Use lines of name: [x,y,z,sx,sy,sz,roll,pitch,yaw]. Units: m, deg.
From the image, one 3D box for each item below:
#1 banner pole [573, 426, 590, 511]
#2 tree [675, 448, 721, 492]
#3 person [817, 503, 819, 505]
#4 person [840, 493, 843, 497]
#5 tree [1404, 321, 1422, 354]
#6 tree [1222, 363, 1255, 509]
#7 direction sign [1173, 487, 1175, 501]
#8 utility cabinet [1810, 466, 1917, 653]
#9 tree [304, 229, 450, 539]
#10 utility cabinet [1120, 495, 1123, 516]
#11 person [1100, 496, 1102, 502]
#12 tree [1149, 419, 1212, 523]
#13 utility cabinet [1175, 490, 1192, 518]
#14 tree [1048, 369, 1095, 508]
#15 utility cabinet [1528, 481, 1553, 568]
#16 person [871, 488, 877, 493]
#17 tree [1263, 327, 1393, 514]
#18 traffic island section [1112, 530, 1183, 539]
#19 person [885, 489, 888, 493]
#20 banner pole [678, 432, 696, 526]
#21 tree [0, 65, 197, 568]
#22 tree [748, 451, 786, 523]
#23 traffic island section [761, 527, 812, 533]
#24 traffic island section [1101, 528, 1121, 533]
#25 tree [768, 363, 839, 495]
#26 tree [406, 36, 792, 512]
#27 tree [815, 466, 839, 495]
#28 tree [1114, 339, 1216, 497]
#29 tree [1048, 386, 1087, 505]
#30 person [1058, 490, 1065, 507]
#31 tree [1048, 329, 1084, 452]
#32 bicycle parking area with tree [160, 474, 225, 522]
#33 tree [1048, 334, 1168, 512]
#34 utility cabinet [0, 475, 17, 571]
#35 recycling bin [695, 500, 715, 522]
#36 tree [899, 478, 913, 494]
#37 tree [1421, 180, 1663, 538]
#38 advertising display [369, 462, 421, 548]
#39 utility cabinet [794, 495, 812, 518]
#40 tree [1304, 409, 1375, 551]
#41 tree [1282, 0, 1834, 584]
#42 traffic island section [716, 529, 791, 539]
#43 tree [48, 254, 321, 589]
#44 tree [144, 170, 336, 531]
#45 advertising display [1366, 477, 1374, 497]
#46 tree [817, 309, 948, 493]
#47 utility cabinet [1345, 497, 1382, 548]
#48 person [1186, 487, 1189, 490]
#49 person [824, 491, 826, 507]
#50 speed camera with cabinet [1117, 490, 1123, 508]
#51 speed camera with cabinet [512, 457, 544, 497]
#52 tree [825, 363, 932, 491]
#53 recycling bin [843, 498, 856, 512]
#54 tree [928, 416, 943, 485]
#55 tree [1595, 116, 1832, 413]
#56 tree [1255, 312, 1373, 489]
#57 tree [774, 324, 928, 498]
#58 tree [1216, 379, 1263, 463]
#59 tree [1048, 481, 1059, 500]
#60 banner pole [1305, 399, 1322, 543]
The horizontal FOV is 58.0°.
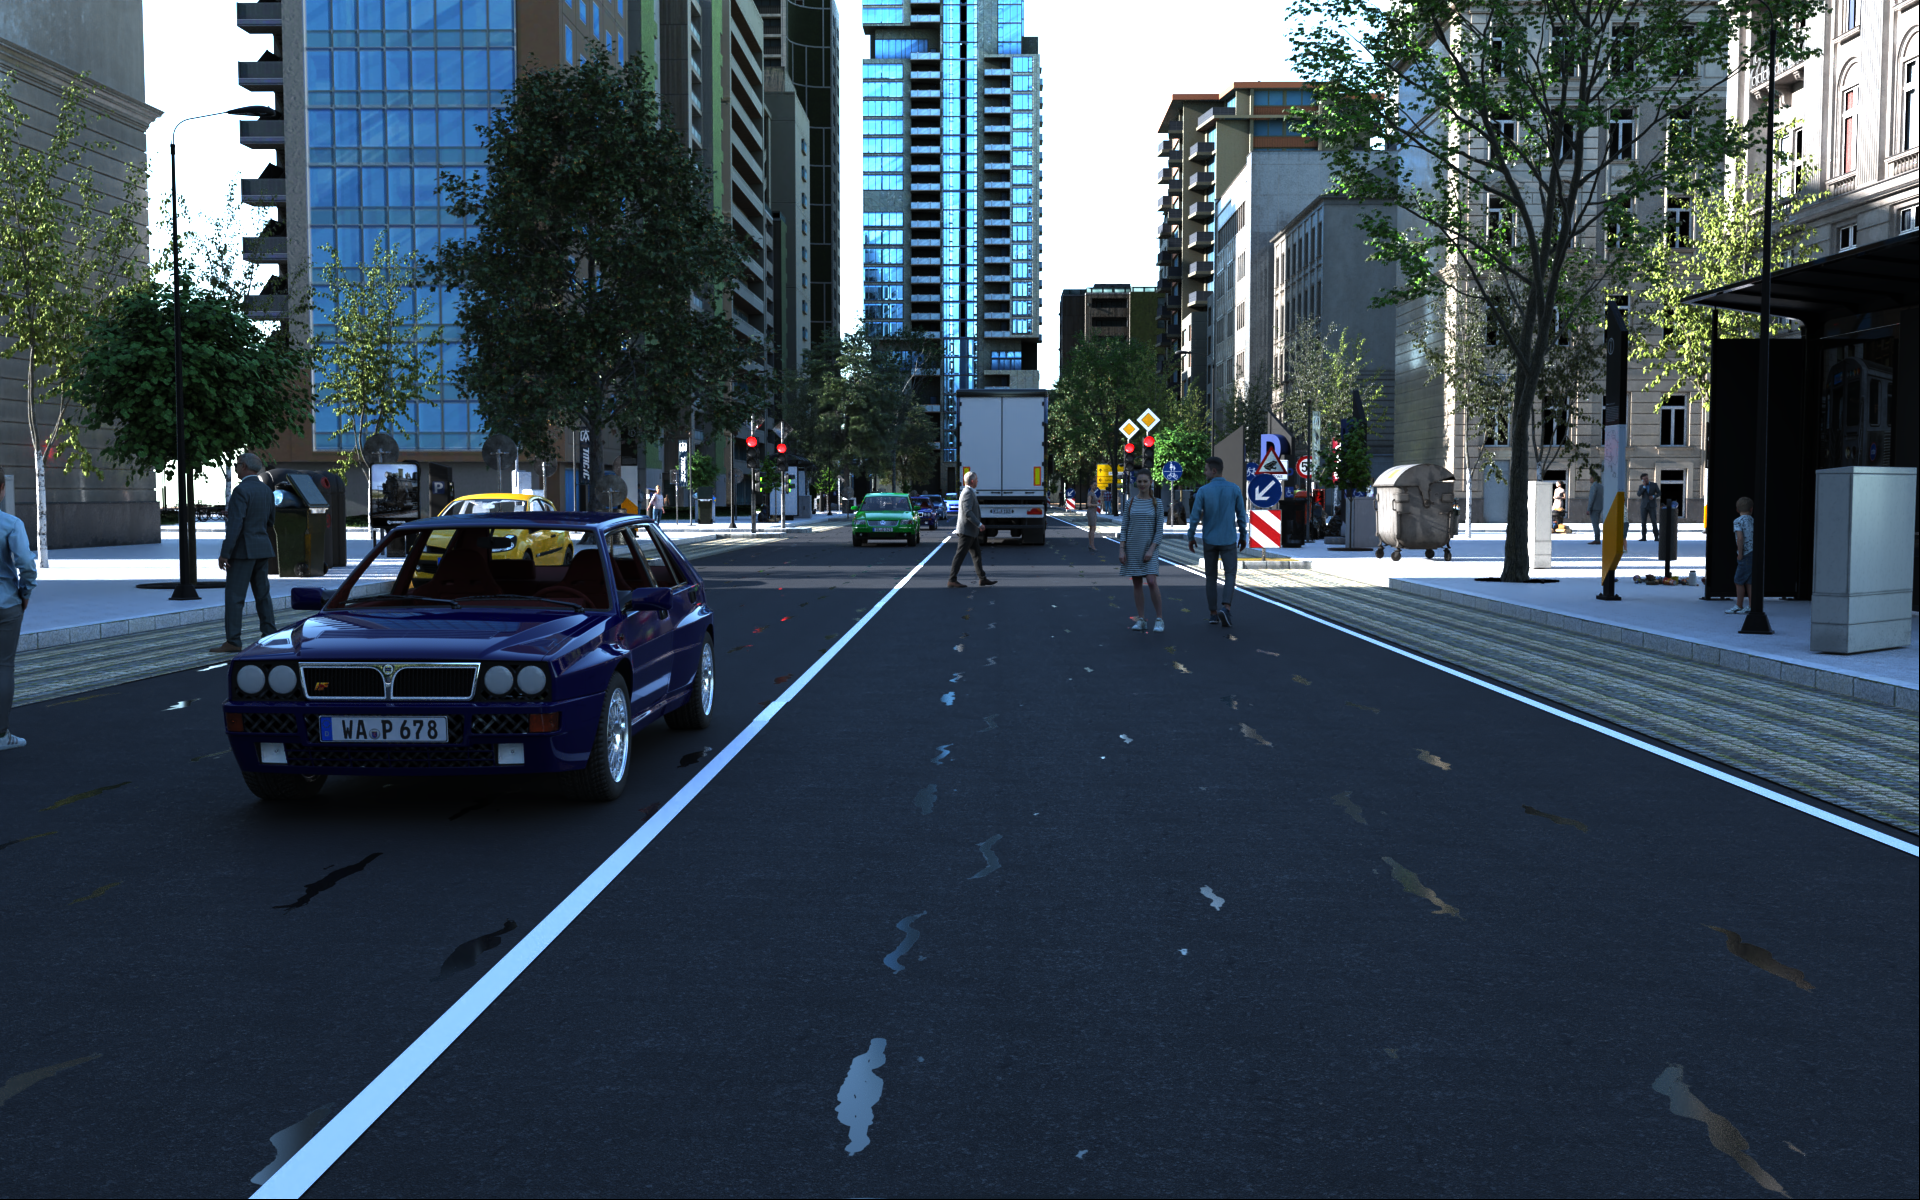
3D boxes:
banner pole: [-12.306,-4.057,56.356,0.863,3.779,0.401,-2,4,-31]
tree: [-18.681,-8.549,123.482,4.285,4.588,4.351,0,3,0]
person: [-17.194,-12.385,209.366,0.721,1.723,1.217,3,5,41]
person: [-10.462,-8.783,149.280,0.705,1.869,1.348,2,4,34]
tree: [15.011,-6.098,50.067,4.360,8.622,3.978,0,3,0]
tree: [15.853,-8.699,92.590,4.360,8.622,3.978,0,3,0]
direction sign: [9.921,-5.402,80.327,0.379,3.537,0.876,0,4,2]
utility cabinet: [7.382,-0.335,14.162,1.173,1.500,0.318,-3,5,-39]
tree: [-16.629,-6.033,49.009,4.737,8.622,4.395,0,3,0]
utility cabinet: [9.878,-5.489,100.909,1.020,1.237,0.306,1,4,14]
person: [16.192,-11.524,197.689,0.599,1.433,0.991,2,4,28]
tree: [9.701,-5.646,76.031,4.285,4.588,4.351,0,3,0]
utility cabinet: [11.714,-5.006,90.527,1.173,1.500,0.318,3,5,42]
tree: [10.108,-14.578,156.482,7.486,12.596,7.792,0,3,0]
utility cabinet: [9.995,-1.308,30.069,0.318,1.500,1.173,0,4,5]
person: [-7.460,-8.802,149.961,1.348,1.823,0.705,0,4,6]
tree: [16.953,-7.766,77.334,4.737,8.622,4.395,0,3,0]
traffic island section: [6.149,-2.099,56.594,2.009,0.180,2.903,0,4,1]
person: [-7.396,-10.058,170.571,1.350,1.814,0.705,0,4,-8]
banner pole: [-11.108,-4.911,70.306,0.863,3.779,0.401,2,4,31]
tree: [-15.694,-4.864,29.889,4.737,8.622,4.395,0,3,0]
tree: [-8.522,-5.086,77.761,1.663,3.219,1.824,0,3,0]
traffic island section: [-6.637,-2.602,64.830,2.009,0.180,2.903,0,4,1]
traffic island section: [6.302,-2.587,64.578,2.009,0.180,2.903,0,4,1]
tree: [-8.549,-8.938,96.495,4.360,8.622,3.978,0,3,0]
tree: [-9.275,-7.768,44.017,9.611,12.733,9.660,0,3,0]
tree: [-8.815,-7.348,114.737,1.663,3.219,1.824,0,3,0]
tree: [9.512,-8.136,83.391,4.737,8.622,4.395,0,3,0]
tree: [12.211,-18.203,204.279,9.857,13.997,8.962,0,3,0]
person: [10.315,-10.312,175.453,0.742,1.727,0.445,-3,5,-42]
tree: [9.518,-11.084,106.986,9.928,11.665,9.643,0,3,0]
bicycle parking area with tree: [-38.457,-5.812,82.035,9.016,4.147,8.231,0,4,8]
tree: [10.373,-12.718,124.949,9.611,12.733,9.660,0,3,0]
utility cabinet: [-11.453,-0.677,19.749,1.173,1.500,0.318,-1,4,-9]
recycling bin: [-11.590,-4.048,78.742,0.722,1.027,0.722,-2,4,-31]
tree: [-6.295,-12.657,201.549,1.663,3.219,1.824,0,3,0]
tree: [13.882,-5.529,40.761,4.360,8.622,3.978,0,3,0]
advertising display: [-11.443,-1.829,35.115,0.974,1.923,0.123,0,4,-7]
utility cabinet: [-8.341,-4.899,91.265,1.020,1.237,0.306,1,4,18]
tree: [8.943,-2.739,39.391,1.663,3.219,1.824,0,3,0]
tree: [8.269,-6.062,24.872,9.928,11.665,9.643,0,3,0]
traffic island section: [-6.790,-2.114,56.846,2.009,0.180,2.903,0,4,1]
tree: [-10.748,-2.460,23.943,4.285,4.588,4.351,0,3,0]
tree: [-16.978,-5.503,40.335,4.360,8.622,3.978,0,3,0]
advertising display: [15.687,-3.751,66.537,0.123,1.923,0.974,2,4,33]
tree: [-7.921,-19.725,178.400,12.611,20.169,13.585,0,3,0]
utility cabinet: [9.716,-1.866,41.666,1.020,1.237,0.306,-2,4,-35]
person: [19.905,-8.911,151.364,1.348,1.869,0.705,1,4,16]
person: [-12.923,-9.771,166.355,0.434,1.755,0.990,-1,4,-23]
speed camera with cabinet: [12.205,-8.687,136.374,0.660,3.252,2.038,-2,4,-25]
speed camera with cabinet: [-16.742,-4.457,67.214,0.660,3.252,2.038,-3,4,-36]
tree: [-7.742,-15.118,157.550,12.009,13.543,11.850,0,3,0]
recycling bin: [-7.748,-6.659,121.433,0.722,1.027,0.722,-2,4,-30]
tree: [-6.907,-18.654,211.651,9.857,13.997,8.962,0,3,0]
tree: [14.537,-5.056,33.025,4.737,8.622,4.395,0,3,0]
tree: [14.330,-7.293,69.604,4.360,8.622,3.978,0,3,0]
tree: [-8.538,-13.555,128.277,9.857,13.997,8.962,0,3,0]
tree: [17.853,-9.738,109.577,4.737,8.622,4.395,0,3,0]
tree: [11.415,-13.434,214.242,1.663,3.219,1.824,0,3,0]
banner pole: [9.334,-3.413,45.815,0.401,3.779,0.863,3,5,40]
